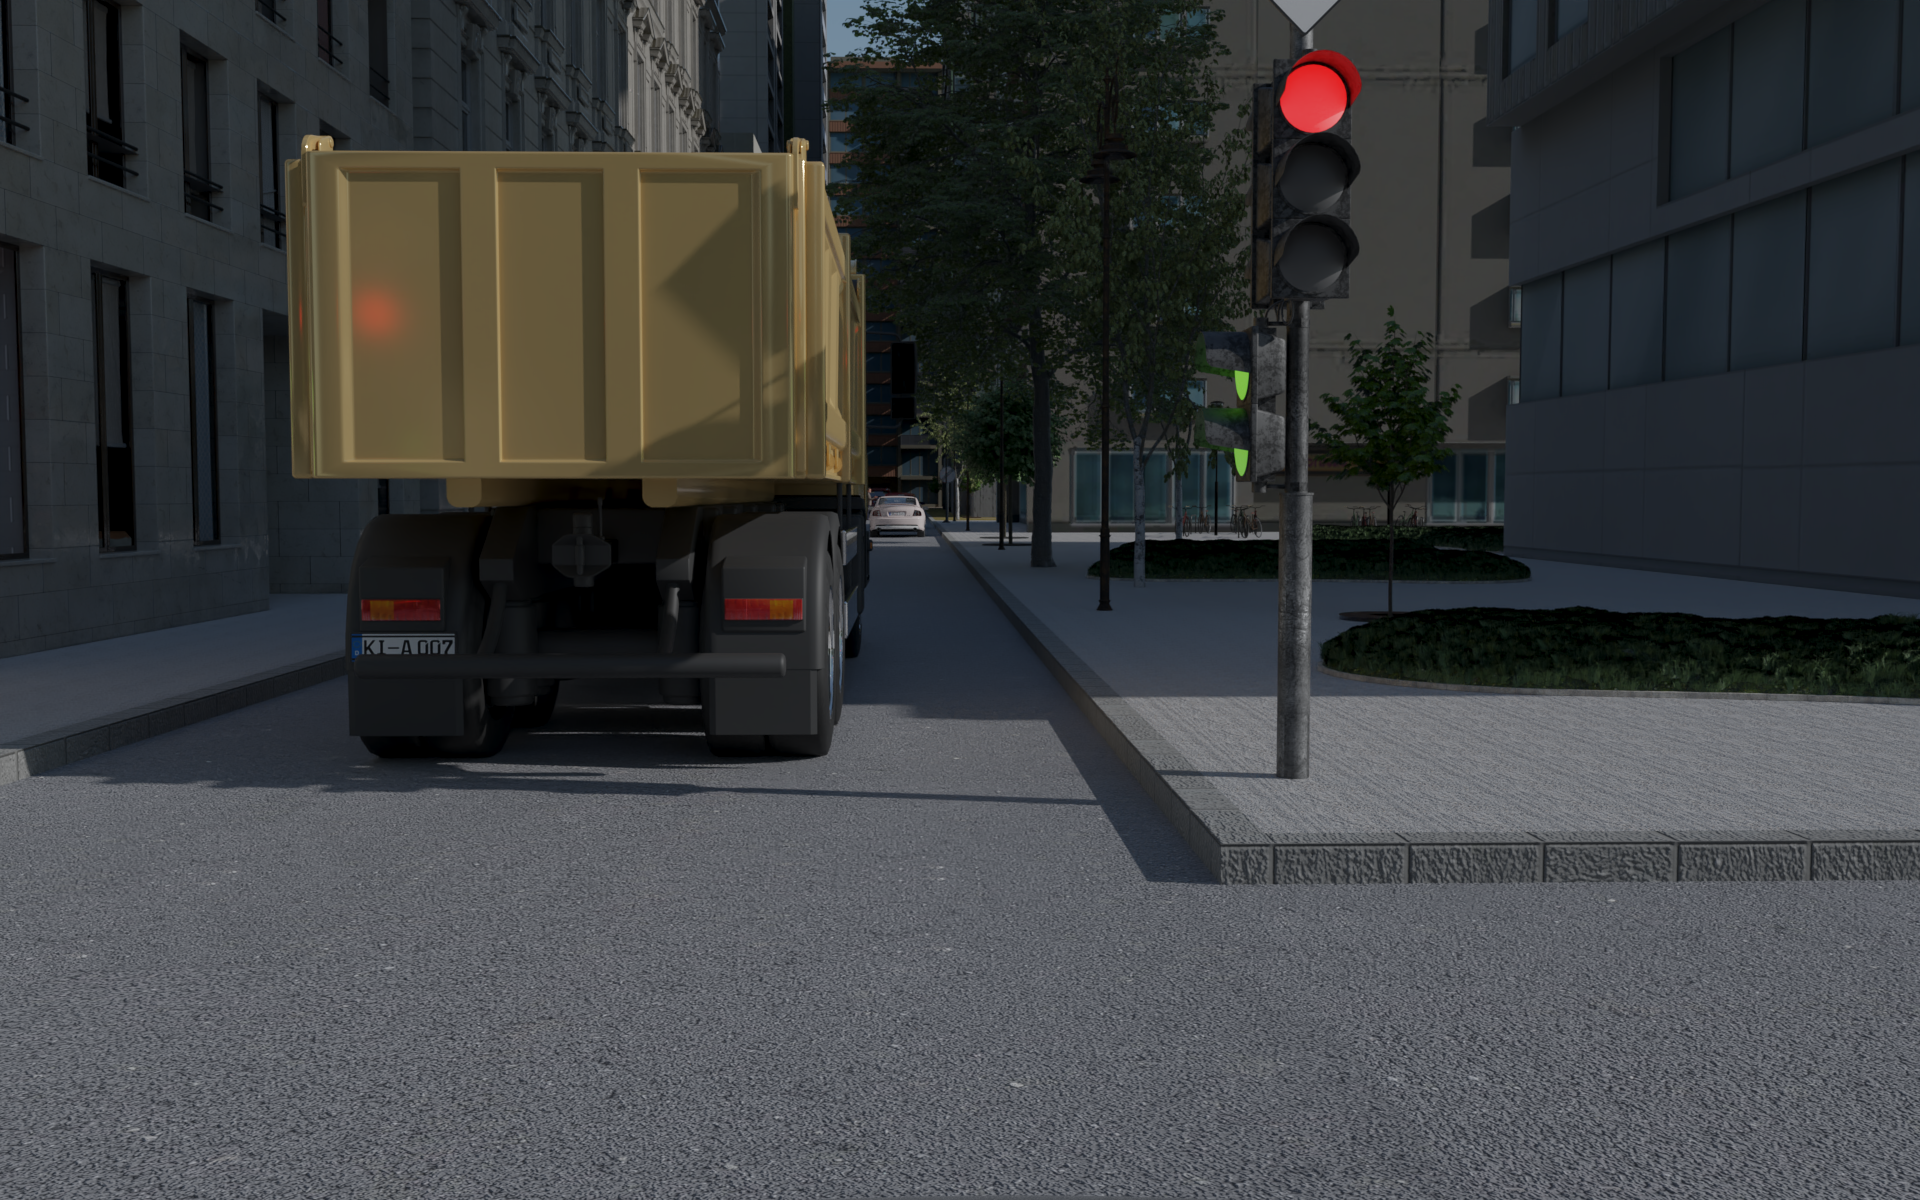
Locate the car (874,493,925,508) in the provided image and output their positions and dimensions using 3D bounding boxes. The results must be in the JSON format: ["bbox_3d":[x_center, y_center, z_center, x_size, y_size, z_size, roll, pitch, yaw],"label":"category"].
[{"bbox_3d":[-2.520,-3.891,72.651,2.155,1.783,4.494,0,4,-3],"label":"car"}]

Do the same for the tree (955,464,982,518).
[{"bbox_3d":[0.498,-6.018,93.000,1.663,3.219,1.824,0,3,0],"label":"tree"}]

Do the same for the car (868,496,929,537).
[{"bbox_3d":[-2.110,-2.846,58.896,2.083,1.381,4.827,0,4,-1],"label":"car"}]

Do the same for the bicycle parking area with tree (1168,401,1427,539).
[{"bbox_3d":[10.527,-4.041,53.077,8.231,4.147,9.016,2,4,26],"label":"bicycle parking area with tree"}]

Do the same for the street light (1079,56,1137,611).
[{"bbox_3d":[1.594,-2.821,18.914,0.468,5.910,1.993,0,4,-2],"label":"street light"}]

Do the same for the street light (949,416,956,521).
[{"bbox_3d":[-0.265,-6.661,81.691,0.468,5.910,1.993,0,4,-2],"label":"street light"}]

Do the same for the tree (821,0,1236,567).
[{"bbox_3d":[1.029,-6.853,30.172,7.486,12.596,7.792,0,3,0],"label":"tree"}]

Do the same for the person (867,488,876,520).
[{"bbox_3d":[-4.833,-5.234,94.600,0.750,1.759,0.617,0,4,7],"label":"person"}]

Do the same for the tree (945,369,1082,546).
[{"bbox_3d":[1.353,-3.643,43.280,4.285,4.588,4.351,0,3,0],"label":"tree"}]

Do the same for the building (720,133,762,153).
[{"bbox_3d":[-24.133,-15.421,97.174,27.650,21.520,28.899,0,4,-2],"label":"building"}]

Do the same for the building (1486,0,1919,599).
[{"bbox_3d":[23.896,-26.389,20.706,27.495,52.752,28.713,0,4,-2],"label":"building"}]

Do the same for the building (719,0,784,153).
[{"bbox_3d":[-20.665,-41.727,120.482,20.563,71.187,20.611,0,4,-2],"label":"building"}]

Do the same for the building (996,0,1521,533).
[{"bbox_3d":[12.594,-27.099,66.778,21.300,48.544,21.600,0,4,-2],"label":"building"}]

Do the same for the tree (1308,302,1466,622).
[{"bbox_3d":[4.269,-1.409,17.642,1.663,3.219,1.824,0,3,0],"label":"tree"}]

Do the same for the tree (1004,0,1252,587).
[{"bbox_3d":[2.511,-4.465,23.367,4.737,8.622,4.395,0,3,0],"label":"tree"}]

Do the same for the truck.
[{"bbox_3d":[-2.044,-1.047,13.042,3.469,3.379,9.791,0,4,-1],"label":"truck"}]

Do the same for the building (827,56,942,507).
[{"bbox_3d":[-10.396,-31.921,176.533,28.867,44.769,22.147,0,4,-2],"label":"building"}]

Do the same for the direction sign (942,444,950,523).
[{"bbox_3d":[-0.619,-5.229,77.491,0.379,3.537,0.876,0,4,1],"label":"direction sign"}]

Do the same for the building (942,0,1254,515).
[{"bbox_3d":[9.499,-31.139,132.831,21.300,48.544,21.600,0,4,-2],"label":"building"}]

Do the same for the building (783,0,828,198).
[{"bbox_3d":[-25.390,-36.925,145.729,28.212,58.520,21.231,0,4,-2],"label":"building"}]

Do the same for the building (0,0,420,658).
[{"bbox_3d":[-12.748,-9.862,15.990,10.420,20.320,16.860,0,4,-2],"label":"building"}]

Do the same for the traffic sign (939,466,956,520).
[{"bbox_3d":[-0.575,-4.884,79.965,0.768,2.556,0.104,0,4,4],"label":"traffic sign"}]

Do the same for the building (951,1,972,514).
[{"bbox_3d":[6.387,-26.394,115.143,14.154,41.232,14.086,0,4,-2],"label":"building"}]

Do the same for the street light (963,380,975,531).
[{"bbox_3d":[0.273,-5.359,60.412,0.468,5.910,1.993,0,4,-2],"label":"street light"}]

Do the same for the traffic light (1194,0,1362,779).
[{"bbox_3d":[1.492,-1.151,7.746,0.839,4.253,0.868,0,4,-2],"label":"traffic light"}]

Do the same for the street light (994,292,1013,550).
[{"bbox_3d":[0.955,-4.090,39.664,0.468,5.910,1.993,0,4,-2],"label":"street light"}]

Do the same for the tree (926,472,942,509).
[{"bbox_3d":[-2.249,-9.606,151.664,1.663,3.219,1.824,0,3,0],"label":"tree"}]

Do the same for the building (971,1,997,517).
[{"bbox_3d":[7.568,-20.155,101.235,14.160,30.474,14.107,0,4,-2],"label":"building"}]

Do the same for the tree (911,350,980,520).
[{"bbox_3d":[-0.221,-8.297,86.022,4.737,8.622,4.395,0,3,0],"label":"tree"}]

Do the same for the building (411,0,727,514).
[{"bbox_3d":[-16.398,-16.518,46.477,17.030,29.872,44.131,0,4,-2],"label":"building"}]

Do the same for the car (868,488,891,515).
[{"bbox_3d":[-5.113,-6.131,108.911,2.281,1.827,5.304,0,4,-1],"label":"car"}]
